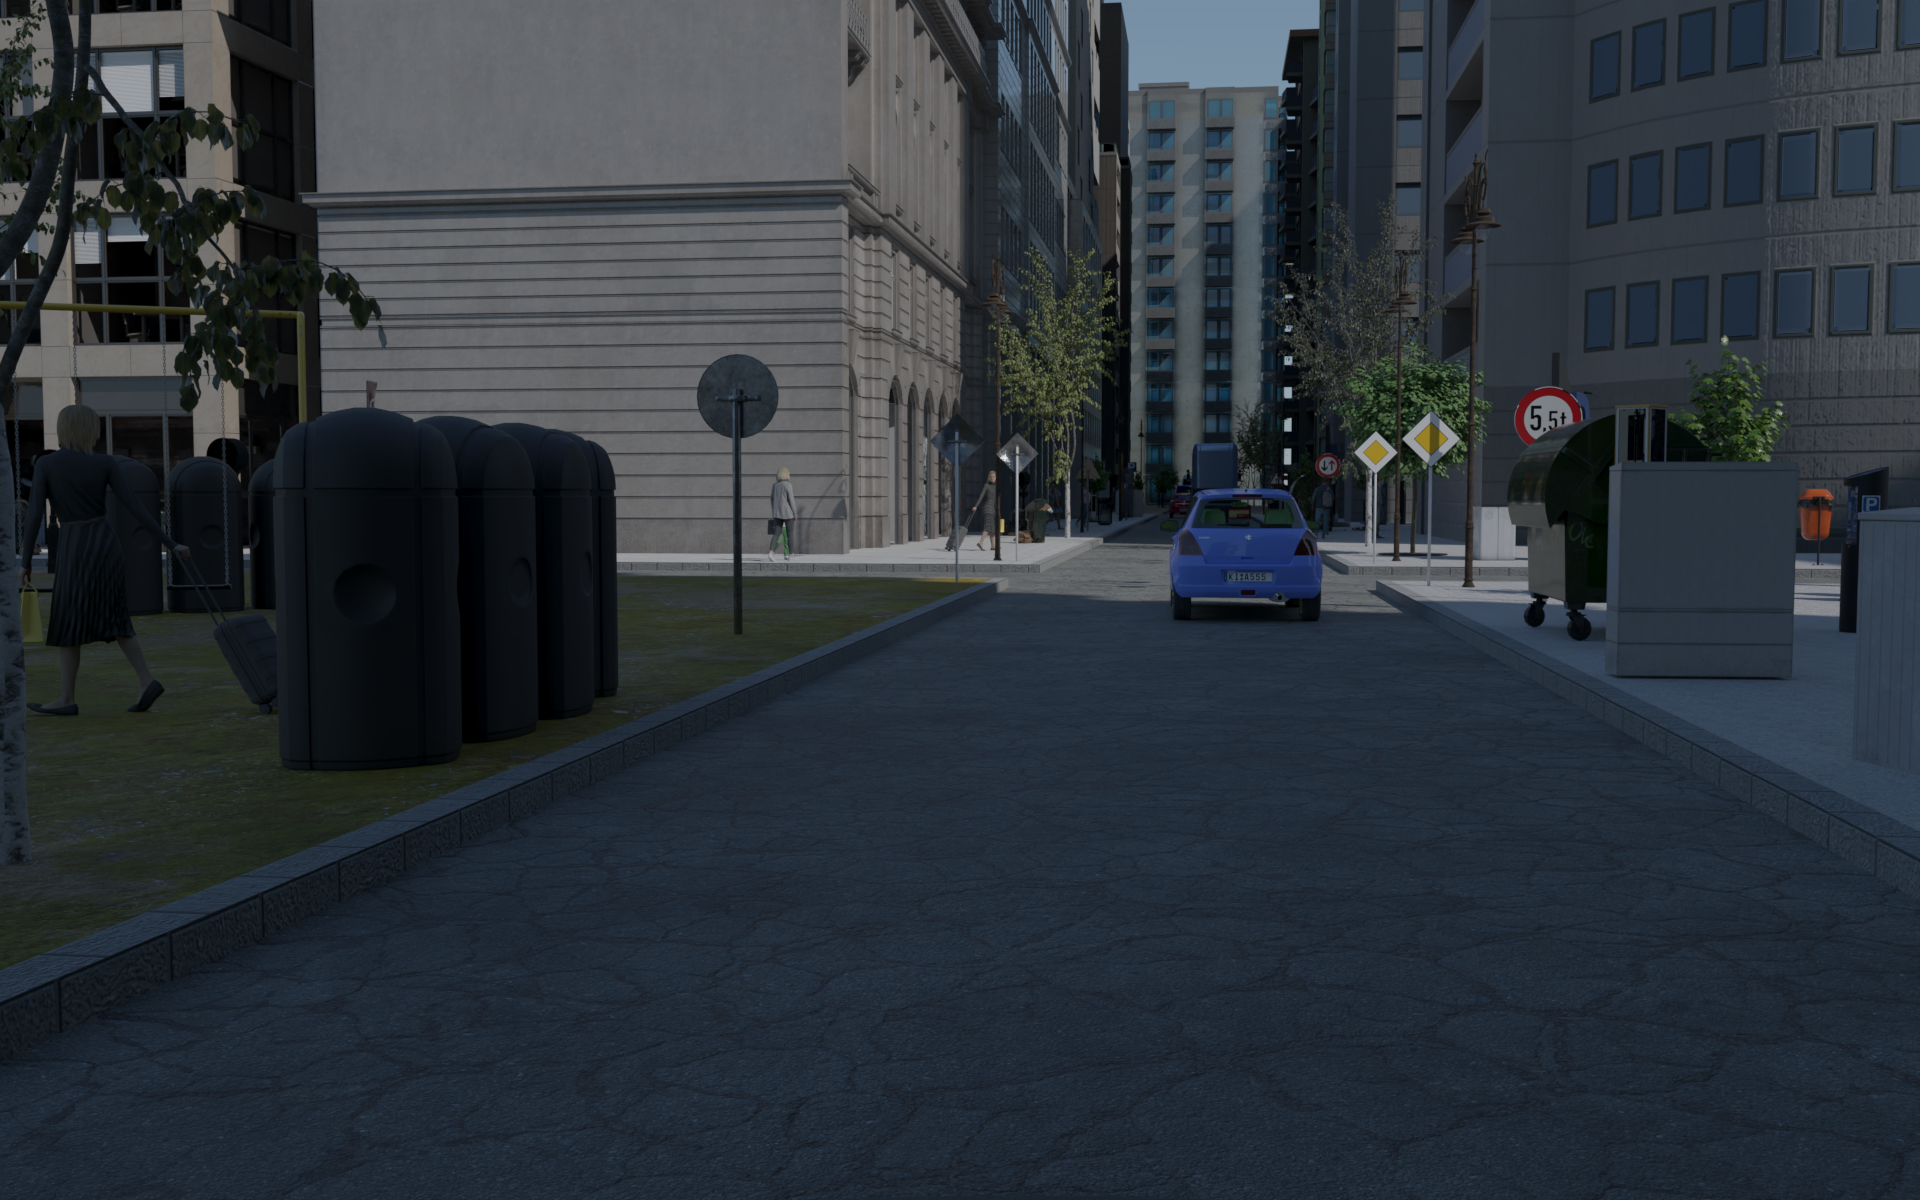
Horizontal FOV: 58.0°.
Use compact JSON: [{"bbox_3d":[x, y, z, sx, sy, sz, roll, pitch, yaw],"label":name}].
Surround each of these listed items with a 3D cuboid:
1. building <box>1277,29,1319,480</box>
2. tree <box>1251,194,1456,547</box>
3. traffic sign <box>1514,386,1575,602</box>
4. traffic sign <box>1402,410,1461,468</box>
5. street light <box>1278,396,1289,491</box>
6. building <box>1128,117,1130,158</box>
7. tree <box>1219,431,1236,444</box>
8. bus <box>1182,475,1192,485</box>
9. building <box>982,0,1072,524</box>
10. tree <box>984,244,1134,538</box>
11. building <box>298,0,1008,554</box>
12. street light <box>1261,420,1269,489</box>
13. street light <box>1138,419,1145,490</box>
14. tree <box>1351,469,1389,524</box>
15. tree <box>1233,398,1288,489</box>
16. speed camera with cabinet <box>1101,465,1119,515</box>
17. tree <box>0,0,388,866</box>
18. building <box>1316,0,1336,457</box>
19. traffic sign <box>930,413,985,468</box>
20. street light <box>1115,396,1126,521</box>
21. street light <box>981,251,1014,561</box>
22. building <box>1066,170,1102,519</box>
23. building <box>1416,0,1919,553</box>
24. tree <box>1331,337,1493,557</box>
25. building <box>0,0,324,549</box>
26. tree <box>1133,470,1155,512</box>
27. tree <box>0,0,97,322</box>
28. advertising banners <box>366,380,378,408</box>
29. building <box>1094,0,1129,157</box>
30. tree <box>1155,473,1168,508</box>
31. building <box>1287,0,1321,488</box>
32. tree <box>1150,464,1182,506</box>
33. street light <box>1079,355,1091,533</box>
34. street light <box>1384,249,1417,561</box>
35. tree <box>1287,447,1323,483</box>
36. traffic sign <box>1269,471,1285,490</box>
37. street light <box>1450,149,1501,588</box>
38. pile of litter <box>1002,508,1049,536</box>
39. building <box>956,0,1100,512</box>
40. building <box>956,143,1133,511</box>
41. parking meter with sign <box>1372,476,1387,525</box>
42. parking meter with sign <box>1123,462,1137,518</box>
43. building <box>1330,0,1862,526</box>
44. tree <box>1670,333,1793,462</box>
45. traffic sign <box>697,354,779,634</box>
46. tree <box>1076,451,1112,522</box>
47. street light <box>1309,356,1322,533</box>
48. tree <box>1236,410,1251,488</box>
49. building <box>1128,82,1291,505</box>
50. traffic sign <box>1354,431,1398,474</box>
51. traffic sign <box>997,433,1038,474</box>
[{"bbox_3d":[41.243,-31.028,161.938,22.147,44.769,28.867,0,4,8],"label":"building"},{"bbox_3d":[9.757,-5.615,42.169,4.360,8.622,3.978,0,3,0],"label":"tree"},{"bbox_3d":[6.972,-1.253,20.595,0.768,2.556,0.104,1,4,14],"label":"traffic sign"},{"bbox_3d":[6.566,-1.341,24.117,0.795,2.593,0.064,0,4,8],"label":"traffic sign"},{"bbox_3d":[15.248,-6.657,81.627,0.468,5.910,1.993,0,4,8],"label":"street light"},{"bbox_3d":[9.838,-29.973,173.645,14.086,41.232,14.154,0,4,8],"label":"building"},{"bbox_3d":[25.942,-12.652,157.221,4.360,8.622,3.978,0,3,0],"label":"tree"},{"bbox_3d":[23.245,-10.758,170.758,2.948,3.499,13.247,1,4,8],"label":"bus"},{"bbox_3d":[-1.938,-18.170,74.566,11.434,29.767,29.804,0,4,8],"label":"building"},{"bbox_3d":[2.901,-6.111,50.274,4.737,8.622,4.395,0,3,0],"label":"tree"},{"bbox_3d":[-6.649,-12.631,48.325,13.314,21.916,24.055,0,4,8],"label":"building"},{"bbox_3d":[18.627,-8.147,105.987,0.468,5.910,1.993,0,4,8],"label":"street light"},{"bbox_3d":[11.118,-8.166,106.309,0.468,5.910,1.993,0,4,8],"label":"street light"},{"bbox_3d":[17.993,-4.923,75.084,1.663,3.219,1.824,0,3,0],"label":"tree"},{"bbox_3d":[22.571,-11.098,131.816,4.737,8.622,4.395,0,3,0],"label":"tree"},{"bbox_3d":[9.579,-6.887,106.941,2.038,3.252,0.660,0,4,3],"label":"speed camera with cabinet"},{"bbox_3d":[-3.350,-3.375,5.552,4.360,8.622,3.978,0,3,0],"label":"tree"},{"bbox_3d":[31.702,-26.646,119.256,14.154,41.232,14.086,0,4,8],"label":"building"},{"bbox_3d":[-0.058,-1.400,25.080,0.795,2.593,0.064,0,4,8],"label":"traffic sign"},{"bbox_3d":[7.591,-6.675,81.918,0.468,5.910,1.993,0,4,8],"label":"street light"},{"bbox_3d":[0.725,-3.696,33.214,0.468,5.910,1.993,0,4,8],"label":"street light"},{"bbox_3d":[2.344,-14.905,98.449,10.420,20.320,16.860,0,4,8],"label":"building"},{"bbox_3d":[27.560,-30.712,44.142,28.212,58.520,21.231,0,4,8],"label":"building"},{"bbox_3d":[9.470,-3.222,36.387,4.285,4.588,4.351,0,3,0],"label":"tree"},{"bbox_3d":[-32.164,-15.040,50.416,34.151,26.468,19.350,0,4,8],"label":"building"},{"bbox_3d":[12.796,-7.978,125.040,1.663,3.219,1.824,0,3,0],"label":"tree"},{"bbox_3d":[-11.879,-4.177,18.664,4.737,8.622,4.395,0,3,0],"label":"tree"},{"bbox_3d":[-9.094,-1.834,26.178,0.090,3.025,2.074,0,4,-1],"label":"advertising banners"},{"bbox_3d":[7.984,-31.031,157.473,14.600,45.320,14.200,0,4,8],"label":"building"},{"bbox_3d":[19.098,-10.288,162.816,1.663,3.219,1.824,0,3,0],"label":"tree"},{"bbox_3d":[36.861,-42.654,135.651,20.563,71.187,20.611,0,4,8],"label":"building"},{"bbox_3d":[21.761,-12.135,182.113,4.285,4.588,4.351,0,3,0],"label":"tree"},{"bbox_3d":[4.069,-5.186,57.578,0.468,5.910,1.993,0,4,8],"label":"street light"},{"bbox_3d":[8.341,-3.678,32.929,0.468,5.910,1.993,0,4,8],"label":"street light"},{"bbox_3d":[14.126,-4.671,70.969,1.663,3.219,1.824,0,3,0],"label":"tree"},{"bbox_3d":[17.834,-5.965,97.529,0.884,2.594,0.081,1,4,9],"label":"traffic sign"},{"bbox_3d":[6.997,-3.111,23.657,0.468,5.910,1.993,0,4,8],"label":"street light"},{"bbox_3d":[2.021,-2.429,53.678,1.719,0.858,1.176,-1,4,-20],"label":"pile of litter"},{"bbox_3d":[-4.218,-32.626,122.675,28.713,52.752,27.495,0,4,8],"label":"building"},{"bbox_3d":[6.845,-22.721,143.194,14.160,30.474,14.107,0,4,8],"label":"building"},{"bbox_3d":[17.478,-4.649,72.273,0.543,3.016,1.738,0,4,-8],"label":"parking meter with sign"},{"bbox_3d":[9.027,-5.947,93.487,0.543,3.016,1.738,1,4,21],"label":"parking meter with sign"},{"bbox_3d":[30.182,-33.488,89.520,21.231,58.520,28.212,0,4,8],"label":"building"},{"bbox_3d":[9.161,-1.618,21.052,1.663,3.219,1.824,0,3,0],"label":"tree"},{"bbox_3d":[-2.031,-0.959,15.781,0.768,2.556,0.104,1,4,9],"label":"traffic sign"},{"bbox_3d":[6.075,-5.139,78.621,1.663,3.219,1.824,0,3,0],"label":"tree"},{"bbox_3d":[11.760,-5.168,57.283,0.468,5.910,1.993,0,4,8],"label":"street light"},{"bbox_3d":[24.515,-11.591,139.883,4.360,8.622,3.978,0,3,0],"label":"tree"},{"bbox_3d":[23.870,-35.769,204.428,30.456,49.044,23.786,0,4,8],"label":"building"},{"bbox_3d":[7.695,-1.825,32.022,0.795,2.593,0.064,0,4,8],"label":"traffic sign"},{"bbox_3d":[1.071,-1.883,32.985,0.795,2.593,0.064,0,4,8],"label":"traffic sign"}]
